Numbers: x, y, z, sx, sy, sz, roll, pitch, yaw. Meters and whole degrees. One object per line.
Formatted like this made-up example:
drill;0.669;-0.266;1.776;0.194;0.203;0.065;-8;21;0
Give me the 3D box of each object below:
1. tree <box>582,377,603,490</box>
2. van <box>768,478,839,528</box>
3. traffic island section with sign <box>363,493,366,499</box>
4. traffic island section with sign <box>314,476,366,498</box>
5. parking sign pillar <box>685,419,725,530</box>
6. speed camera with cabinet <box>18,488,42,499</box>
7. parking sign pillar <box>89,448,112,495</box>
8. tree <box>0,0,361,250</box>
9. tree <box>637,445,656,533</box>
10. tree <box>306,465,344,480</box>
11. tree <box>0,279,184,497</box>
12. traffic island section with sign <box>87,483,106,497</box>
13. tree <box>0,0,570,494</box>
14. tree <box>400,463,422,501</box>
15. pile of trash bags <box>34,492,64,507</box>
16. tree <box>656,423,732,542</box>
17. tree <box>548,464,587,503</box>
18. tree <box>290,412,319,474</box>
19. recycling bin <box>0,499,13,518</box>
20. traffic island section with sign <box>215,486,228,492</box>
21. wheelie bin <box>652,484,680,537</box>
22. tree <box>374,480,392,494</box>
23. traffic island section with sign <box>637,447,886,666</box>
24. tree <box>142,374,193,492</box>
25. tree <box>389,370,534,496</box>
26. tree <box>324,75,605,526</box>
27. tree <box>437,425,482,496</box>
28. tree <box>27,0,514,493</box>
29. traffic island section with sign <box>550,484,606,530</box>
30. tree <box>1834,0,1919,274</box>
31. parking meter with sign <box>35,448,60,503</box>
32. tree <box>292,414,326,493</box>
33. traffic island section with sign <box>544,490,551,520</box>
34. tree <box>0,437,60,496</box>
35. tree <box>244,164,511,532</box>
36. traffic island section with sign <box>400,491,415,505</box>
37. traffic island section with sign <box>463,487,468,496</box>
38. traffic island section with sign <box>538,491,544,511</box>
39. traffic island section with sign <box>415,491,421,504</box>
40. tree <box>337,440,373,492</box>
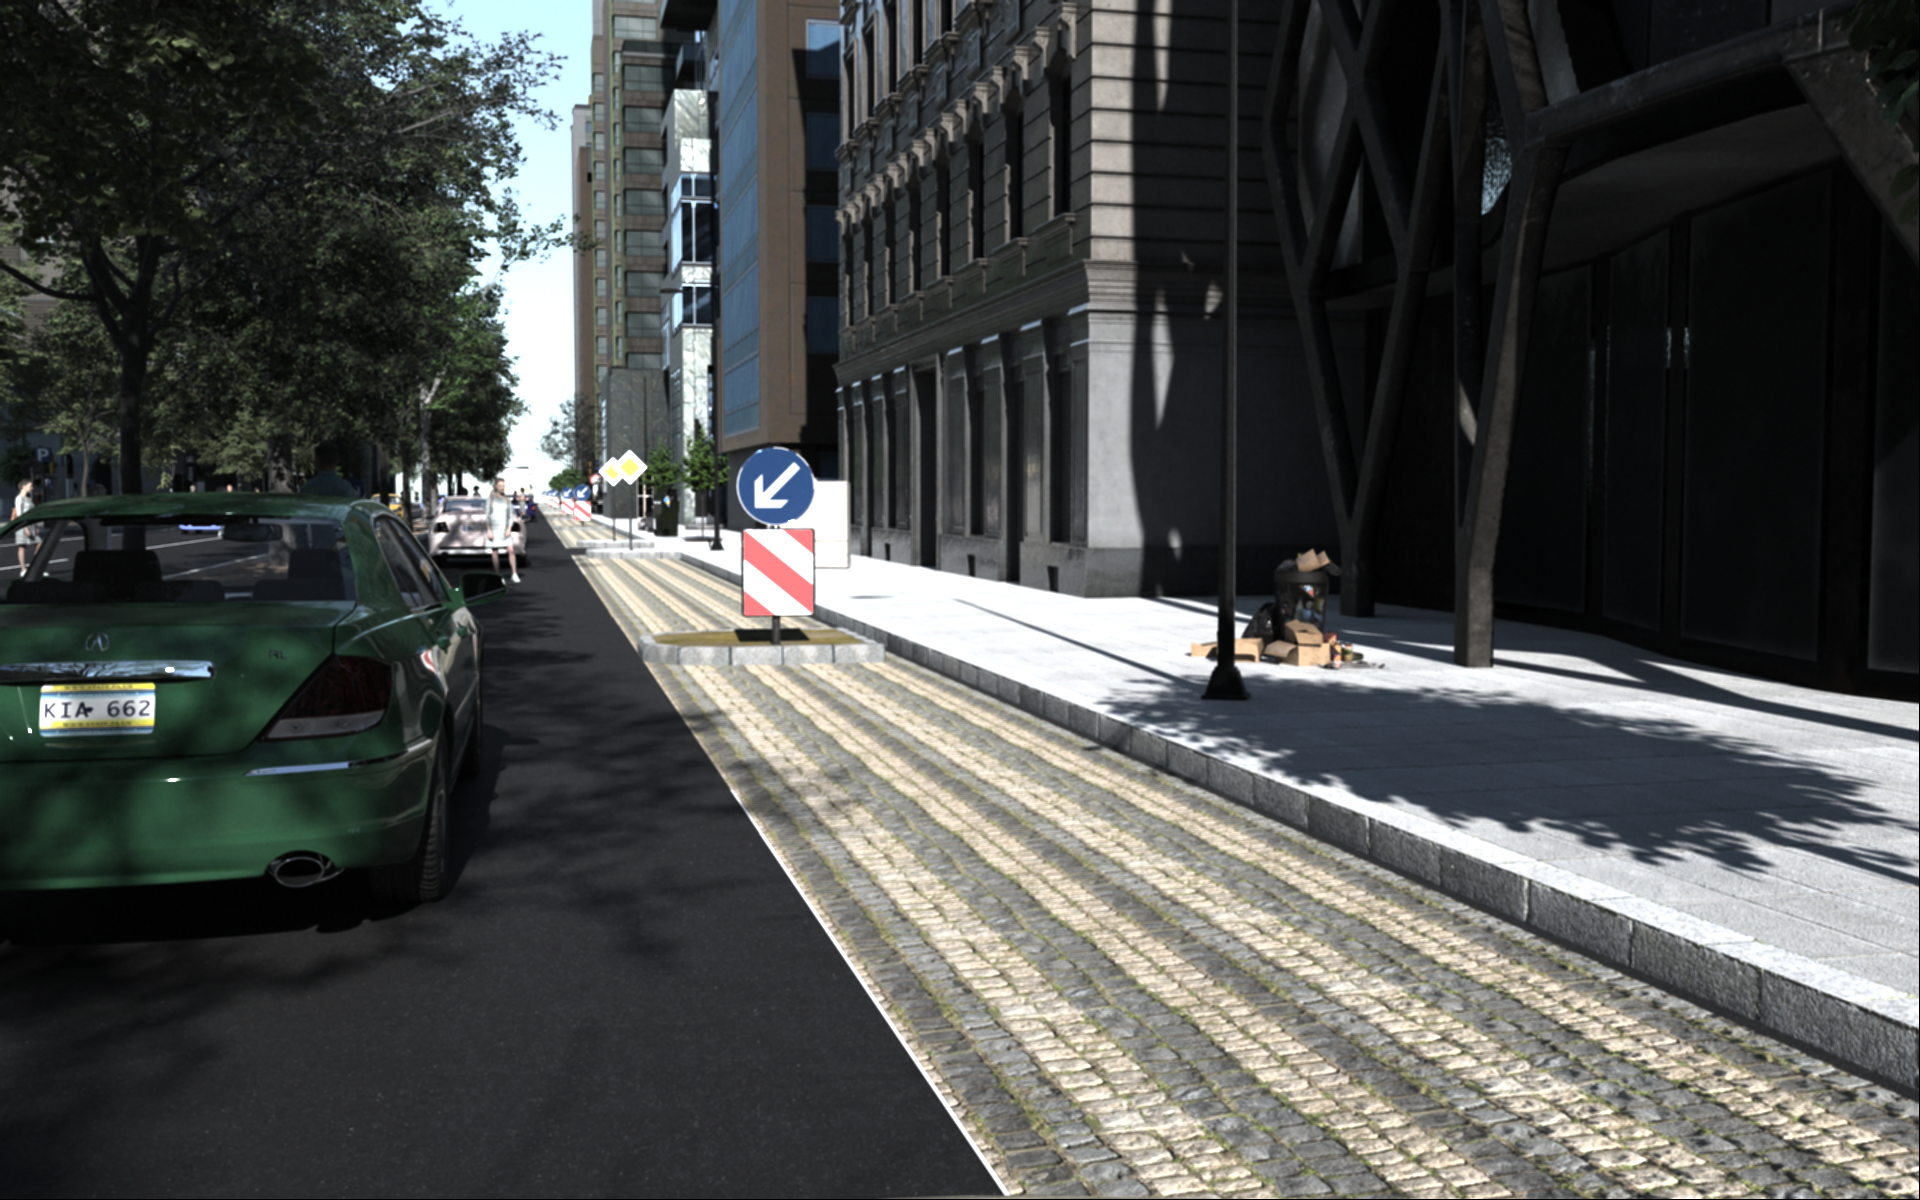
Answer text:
tree;-20.531;-9.322;102.784;4.360;8.622;3.978;0;3;0
van;-2.772;-2.246;43.739;4.112;2.044;2.013;-1;4;-15
traffic island section with sign;-57.232;-9.625;166.004;1.989;1.847;2.006;-1;4;-14
traffic island section with sign;-15.776;-2.268;45.216;2.006;1.907;1.989;-1;4;-14
parking sign pillar;-9.248;-4.539;62.691;1.447;3.967;1.447;0;4;5
speed camera with cabinet;-59.844;-7.207;112.167;2.038;3.252;0.660;0;4;-4
parking sign pillar;-49.559;-6.814;99.882;1.447;3.967;1.447;1;4;14
tree;-7.617;-5.530;11.002;7.486;12.596;7.792;0;3;0
tree;-10.129;-3.883;58.089;1.663;3.219;1.824;0;3;0
tree;-58.886;-10.820;160.614;4.285;4.588;4.351;0;3;0
tree;-36.454;-8.437;72.353;7.601;10.594;8.767;0;4;-6
traffic island section with sign;-31.814;-3.370;63.726;1.989;1.847;2.006;-1;4;-14
tree;-9.958;-6.587;20.520;12.009;13.543;11.850;0;3;0
tree;-84.597;-19.380;267.220;4.360;8.622;3.978;0;3;0
pile of trash bags;-50.541;-5.321;96.744;3.447;1.369;1.912;2;4;23
tree;-7.108;-3.204;46.987;1.663;3.219;1.824;0;3;0
tree;-42.265;-12.521;188.424;4.285;4.588;4.351;0;3;0
tree;-50.622;-11.035;130.780;4.360;8.622;3.978;0;3;0
recycling bin;-52.083;-4.994;94.213;0.722;1.027;0.722;1;4;15
traffic island section with sign;-38.316;-4.970;89.888;1.989;1.847;2.006;-1;4;-14
wheelie bin;-9.170;-2.819;53.994;0.693;1.594;0.980;0;4;-5
tree;-73.244;-13.762;219.608;1.663;3.219;1.824;0;3;0
traffic island section with sign;-1.832;-0.410;15.337;1.989;1.847;2.006;-1;4;-14
tree;-46.317;-9.210;100.946;4.737;8.622;4.395;0;3;0
tree;-33.039;-11.906;114.125;9.611;12.733;9.660;0;3;0
tree;-22.551;-13.350;76.612;12.611;20.169;13.585;0;3;0
tree;-31.136;-9.377;106.135;4.737;8.622;4.395;0;3;0
tree;-13.308;-7.623;33.756;9.857;13.997;8.962;0;3;0
traffic island section with sign;-15.171;-3.693;69.011;1.989;1.847;2.006;-1;4;-14
tree;3.383;-1.224;3.723;4.285;4.588;4.351;0;3;0
parking meter with sign;-34.519;-4.254;65.809;0.543;3.016;1.738;-1;4;-11
tree;-51.607;-11.328;135.571;4.737;8.622;4.395;0;3;0
traffic island section with sign;-21.678;-5.293;95.172;1.989;1.847;2.006;-1;4;-14
tree;-53.666;-7.087;99.590;4.285;4.588;4.351;0;3;0
tree;-18.095;-7.691;53.962;9.928;11.665;9.643;0;3;0
traffic island section with sign;-70.536;-12.900;219.542;1.989;1.847;2.006;-1;4;-14
traffic island section with sign;-33.911;-6.728;118.142;2.006;1.907;1.989;-1;4;-14
traffic island section with sign;-33.673;-8.246;143.457;1.989;1.847;2.006;-1;4;-14
traffic island section with sign;-77.165;-14.532;246.229;1.989;1.847;2.006;-1;4;-14
tree;-62.890;-14.047;180.023;4.360;8.622;3.978;0;3;0
